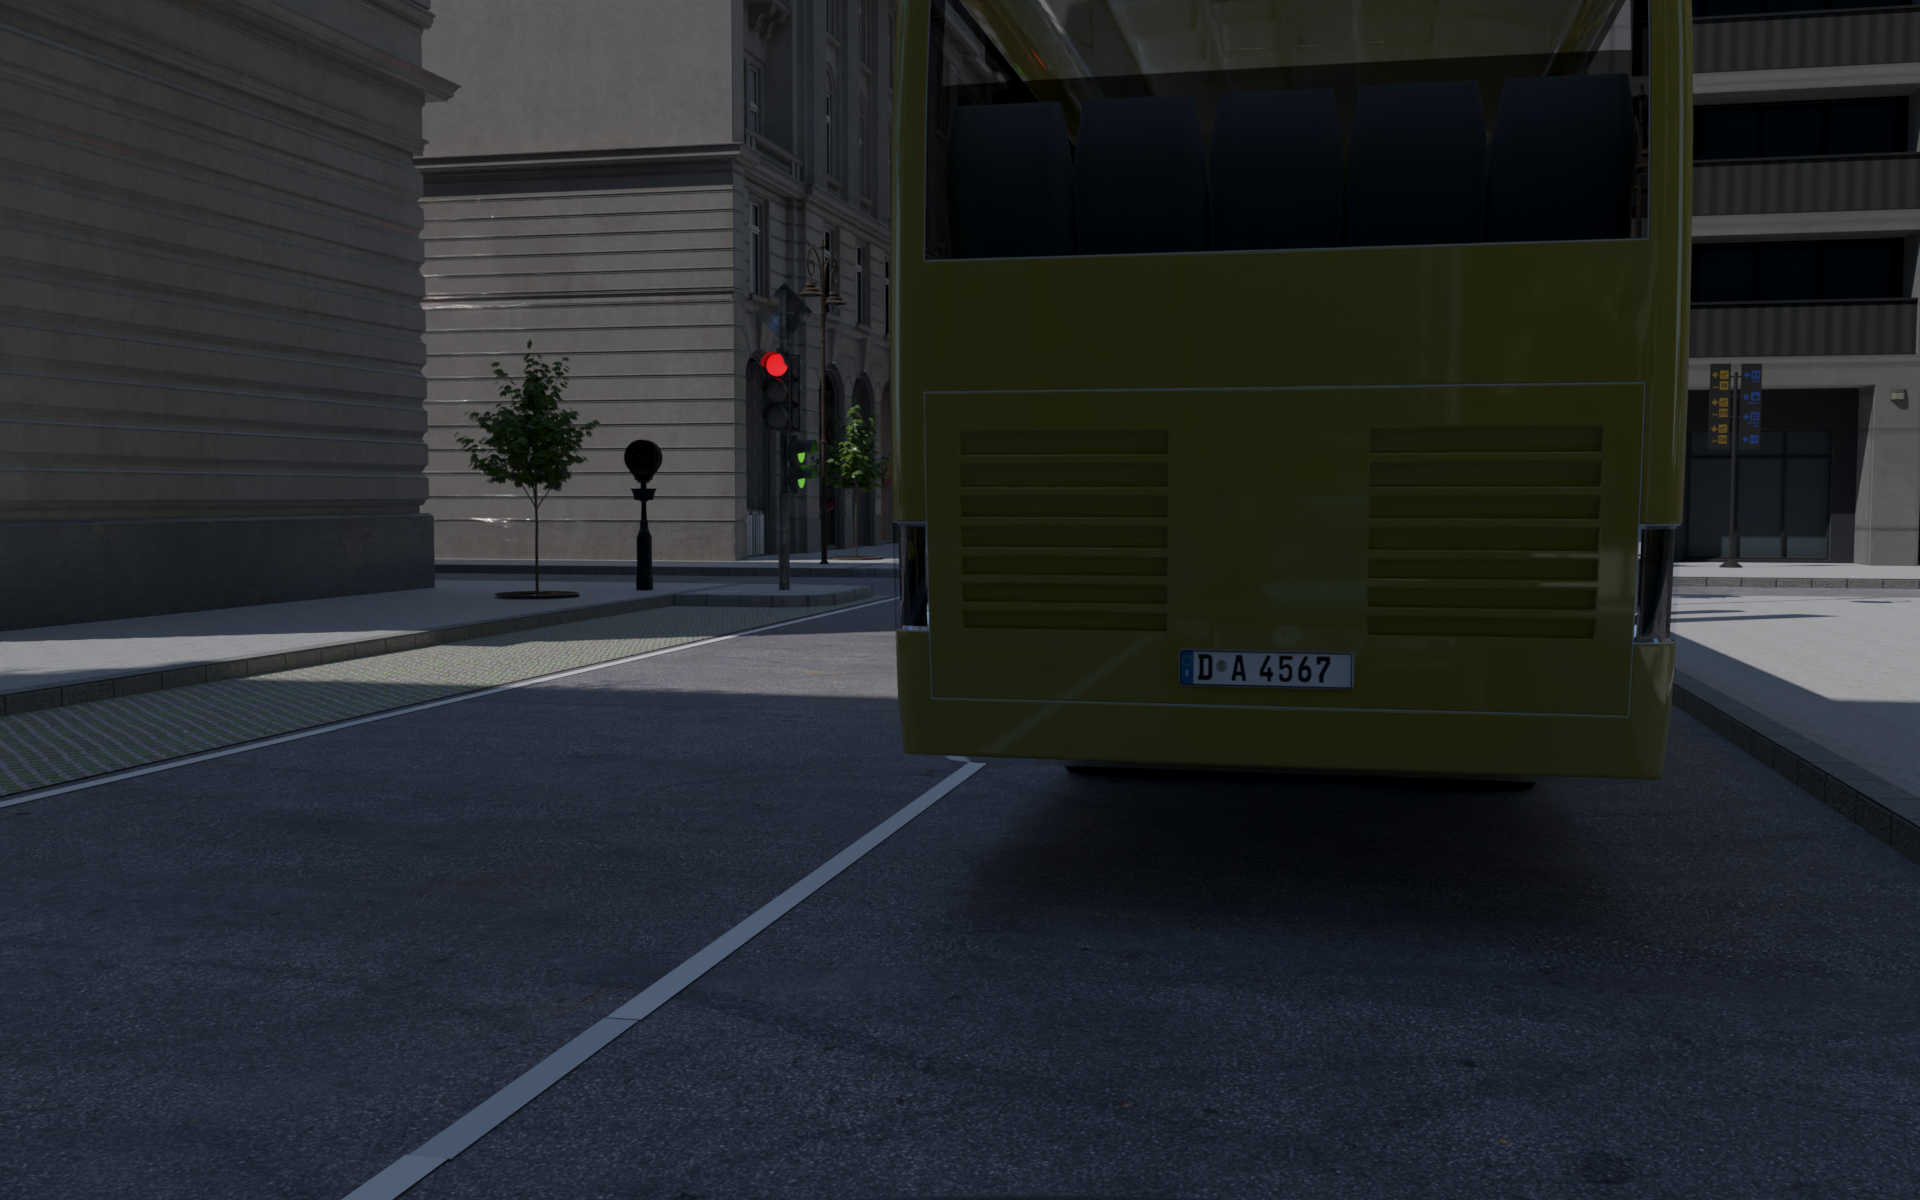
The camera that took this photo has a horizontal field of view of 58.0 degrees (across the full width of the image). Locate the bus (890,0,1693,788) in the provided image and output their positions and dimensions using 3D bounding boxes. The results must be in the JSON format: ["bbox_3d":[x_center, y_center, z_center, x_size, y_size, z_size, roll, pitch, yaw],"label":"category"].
[{"bbox_3d":[2.316,-1.215,11.418,2.896,3.916,12.252,1,4,13],"label":"bus"}]

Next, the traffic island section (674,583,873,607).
[{"bbox_3d":[-2.375,-0.059,23.238,2.009,0.180,2.903,1,4,13],"label":"traffic island section"}]

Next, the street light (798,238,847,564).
[{"bbox_3d":[-2.487,-3.595,31.564,0.468,5.910,1.993,1,4,13],"label":"street light"}]

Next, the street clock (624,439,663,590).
[{"bbox_3d":[-4.217,-1.134,23.108,0.471,2.002,0.358,0,4,3],"label":"street clock"}]

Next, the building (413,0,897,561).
[{"bbox_3d":[-7.461,-12.423,44.912,13.314,21.916,24.055,1,4,13],"label":"building"}]

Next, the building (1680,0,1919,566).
[{"bbox_3d":[23.964,-36.652,37.512,20.611,71.187,20.563,1,4,13],"label":"building"}]

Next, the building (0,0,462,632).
[{"bbox_3d":[-17.278,-11.717,20.449,19.941,23.489,11.050,1,4,13],"label":"building"}]

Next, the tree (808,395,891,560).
[{"bbox_3d":[-1.945,-2.411,34.016,1.663,3.219,1.824,0,3,0],"label":"tree"}]

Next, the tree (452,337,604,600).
[{"bbox_3d":[-5.307,-1.652,21.606,1.663,3.219,1.824,0,3,0],"label":"tree"}]

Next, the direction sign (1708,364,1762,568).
[{"bbox_3d":[13.467,-2.334,30.151,0.876,3.537,0.379,0,4,2],"label":"direction sign"}]

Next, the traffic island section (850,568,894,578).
[{"bbox_3d":[-0.618,-0.535,31.028,2.009,0.180,2.903,1,4,13],"label":"traffic island section"}]

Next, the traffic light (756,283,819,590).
[{"bbox_3d":[-2.338,-2.090,23.094,0.839,4.253,0.868,1,4,13],"label":"traffic light"}]
